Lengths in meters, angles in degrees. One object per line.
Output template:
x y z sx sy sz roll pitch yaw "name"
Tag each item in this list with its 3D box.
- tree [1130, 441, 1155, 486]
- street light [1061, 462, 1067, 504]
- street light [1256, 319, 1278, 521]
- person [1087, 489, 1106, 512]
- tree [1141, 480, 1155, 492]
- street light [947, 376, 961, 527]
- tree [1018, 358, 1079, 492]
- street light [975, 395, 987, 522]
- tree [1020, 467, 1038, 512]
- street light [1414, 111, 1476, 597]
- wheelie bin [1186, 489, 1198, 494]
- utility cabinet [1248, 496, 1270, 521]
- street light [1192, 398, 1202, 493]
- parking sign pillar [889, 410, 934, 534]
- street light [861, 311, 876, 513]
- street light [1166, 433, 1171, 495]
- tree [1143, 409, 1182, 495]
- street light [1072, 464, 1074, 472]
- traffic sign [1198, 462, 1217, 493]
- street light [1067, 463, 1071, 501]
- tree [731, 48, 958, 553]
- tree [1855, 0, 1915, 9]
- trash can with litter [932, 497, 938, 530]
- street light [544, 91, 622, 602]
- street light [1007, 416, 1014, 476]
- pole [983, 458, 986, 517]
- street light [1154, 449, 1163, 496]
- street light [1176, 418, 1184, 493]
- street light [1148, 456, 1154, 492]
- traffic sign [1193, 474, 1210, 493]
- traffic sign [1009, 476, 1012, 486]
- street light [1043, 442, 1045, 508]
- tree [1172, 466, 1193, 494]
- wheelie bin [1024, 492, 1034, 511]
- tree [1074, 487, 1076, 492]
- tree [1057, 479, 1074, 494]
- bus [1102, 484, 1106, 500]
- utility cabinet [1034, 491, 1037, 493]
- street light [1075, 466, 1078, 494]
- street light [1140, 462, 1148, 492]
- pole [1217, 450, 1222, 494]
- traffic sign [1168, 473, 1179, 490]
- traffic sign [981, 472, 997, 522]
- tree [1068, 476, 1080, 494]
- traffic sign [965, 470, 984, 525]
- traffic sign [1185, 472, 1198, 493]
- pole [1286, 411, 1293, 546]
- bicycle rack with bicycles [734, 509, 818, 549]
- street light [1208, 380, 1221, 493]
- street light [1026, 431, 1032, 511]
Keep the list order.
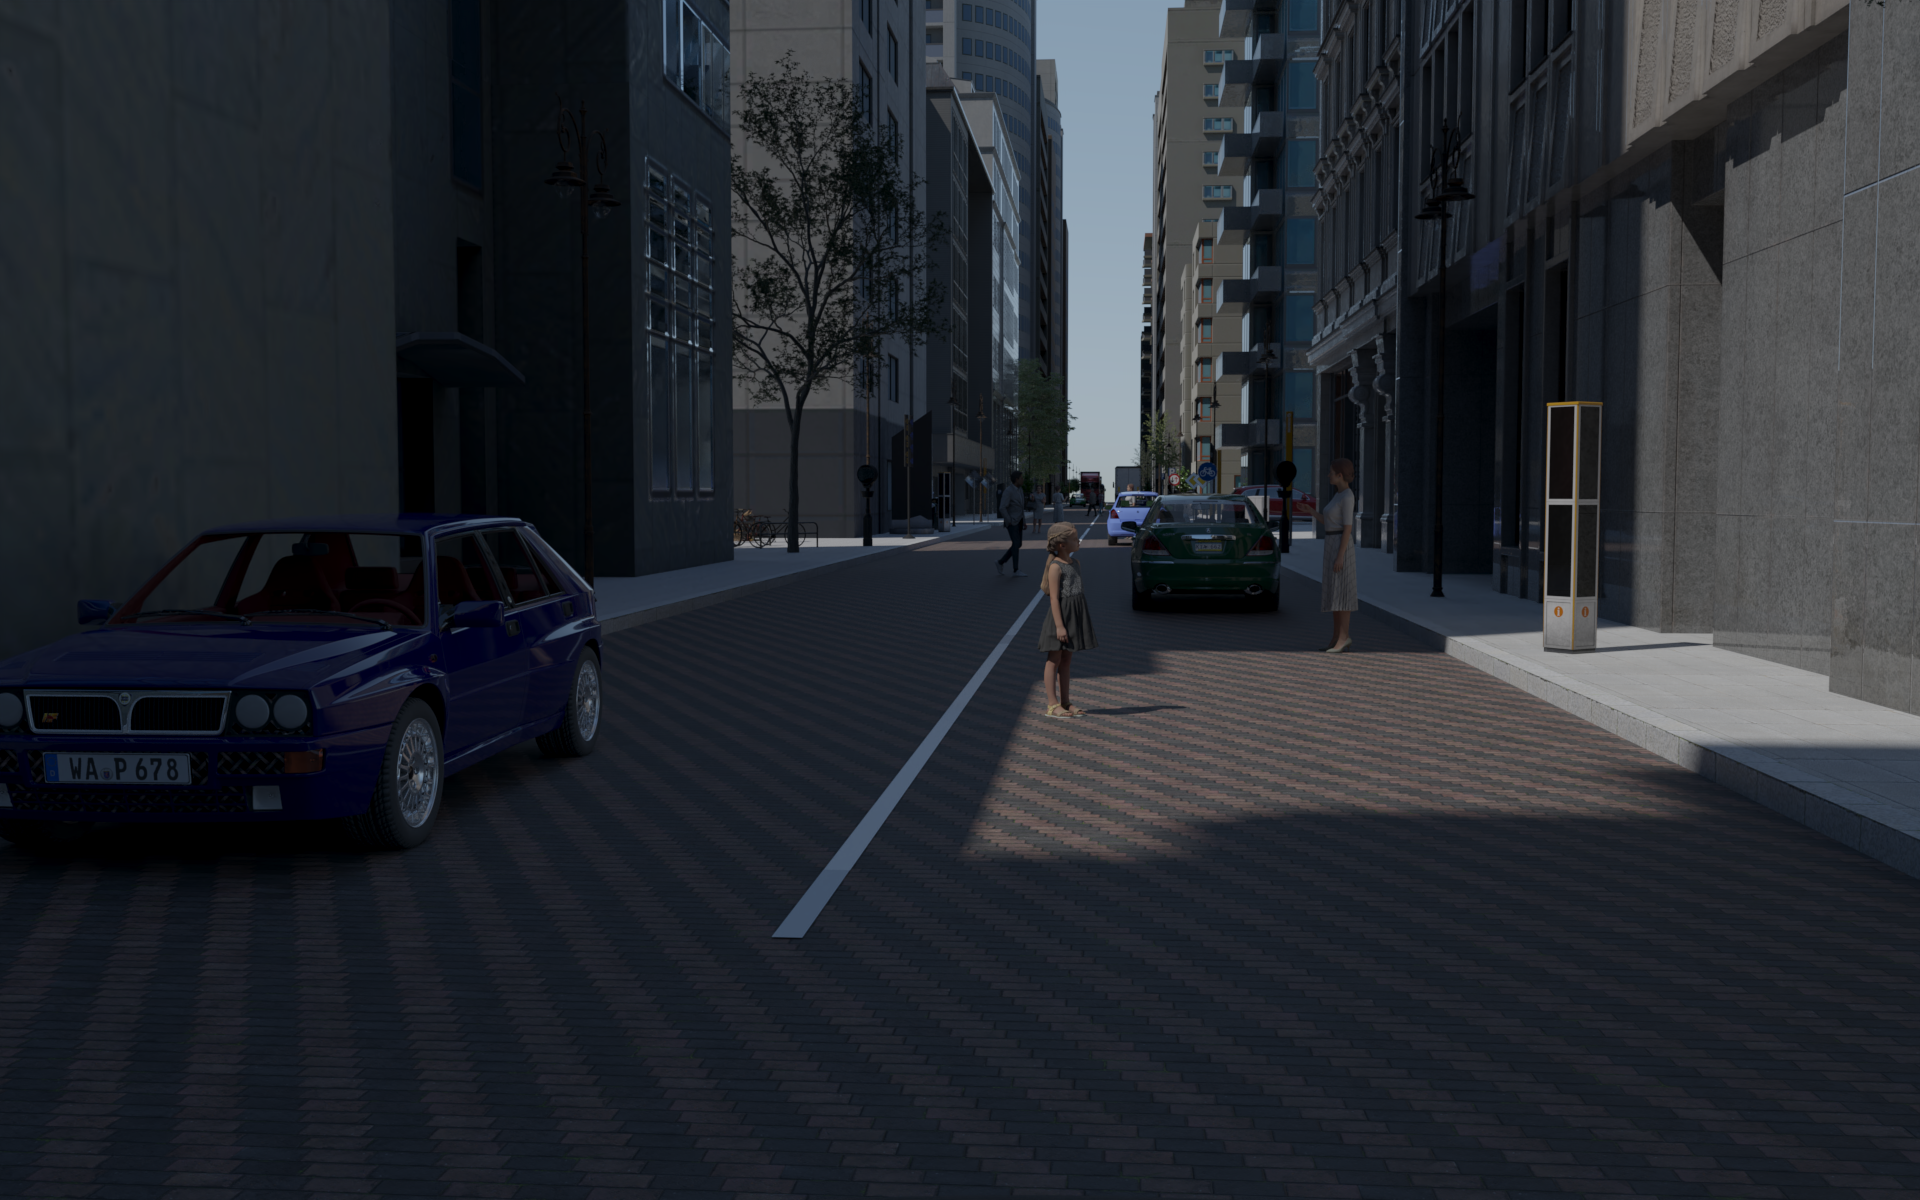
25.482 -17.585 237.883 4.360 8.622 3.978 0 3 0 "tree"
11.998 -14.123 203.691 0.468 5.910 1.993 0 4 5 "street light"
8.112 -4.470 45.875 0.468 5.910 1.993 0 4 5 "street light"
10.666 -7.719 134.925 1.509 1.804 0.699 0 4 -8 "person"
22.810 -13.251 211.249 1.663 3.219 1.824 0 3 0 "tree"
-0.239 -5.822 67.982 0.468 5.910 1.993 0 4 5 "street light"
5.982 -13.854 144.639 7.486 12.596 7.792 0 3 0 "tree"
0.967 -6.534 79.619 0.468 5.910 1.993 0 4 5 "street light"
4.741 -7.899 123.745 1.663 3.219 1.824 0 3 0 "tree"
5.967 -2.977 21.468 0.468 5.910 1.993 0 4 5 "street light"
13.807 -5.814 102.964 0.693 1.594 0.980 -3 5 -39 "wheelie bin"
9.394 -2.669 54.804 0.306 1.237 1.020 -1 4 -21 "utility cabinet"
11.219 -6.689 82.152 0.468 5.910 1.993 0 4 5 "street light"
-1.550 -4.106 55.600 1.447 3.967 1.447 0 4 -2 "parking sign pillar"
-2.333 -4.354 43.969 0.468 5.910 1.993 0 4 5 "street light"
15.573 -9.563 129.146 0.468 5.910 1.993 0 4 5 "street light"
17.492 -12.061 147.554 4.737 8.622 4.395 0 3 0 "tree"
15.117 -16.288 239.100 0.468 5.910 1.993 0 4 5 "street light"
9.848 -4.211 68.954 0.768 2.556 0.104 1 4 9 "traffic sign"
13.996 -15.571 227.369 0.468 5.910 1.993 0 4 5 "street light"
-3.784 -6.295 37.342 8.767 10.594 7.601 1 4 17 "tree"
5.202 -4.292 4.582 8.767 10.594 7.601 0 4 5 "tree"
-1.013 -3.095 61.995 0.624 1.170 1.055 -2 4 -25 "trash can with litter"
-4.416 -2.916 20.463 0.468 5.910 1.993 0 4 5 "street light"
2.998 -7.972 103.128 0.468 5.910 1.993 0 4 5 "street light"
1.421 -6.419 98.792 0.158 3.312 0.155 0 3 0 "pole"
18.089 -11.288 157.353 0.468 5.910 1.993 0 4 5 "street light"
13.422 -8.126 105.647 0.468 5.910 1.993 0 4 5 "street light"
20.215 -12.733 180.976 0.468 5.910 1.993 0 4 5 "street light"
9.887 -4.096 70.618 0.795 2.450 0.064 0 4 5 "traffic sign"
3.099 -5.977 99.857 0.606 2.300 0.079 1 4 11 "traffic sign"
7.608 -11.199 155.888 0.468 5.910 1.993 0 4 5 "street light"
13.959 -7.013 109.257 1.663 3.219 1.824 0 3 0 "tree"
5.357 -7.621 132.509 0.693 1.594 0.980 -1 4 -23 "wheelie bin"
15.768 -15.603 249.705 1.663 3.219 1.824 0 3 0 "tree"
13.214 -14.049 224.293 1.663 3.219 1.824 0 3 0 "tree"
23.799 -18.652 299.813 2.948 3.499 13.247 0 4 5 "bus"
6.207 -8.538 148.269 0.318 1.500 1.173 -2 4 -34 "utility cabinet"
17.177 -17.734 262.733 0.468 5.910 1.993 0 4 5 "street light"
24.450 -15.662 228.861 0.468 5.910 1.993 0 4 5 "street light"
11.997 -5.278 80.140 0.158 3.312 0.155 0 3 0 "pole"
13.232 -6.532 106.909 0.768 2.556 0.104 1 4 14 "traffic sign"
1.290 -4.635 79.418 0.795 2.450 0.064 0 4 5 "traffic sign"
20.201 -19.768 306.915 4.285 4.588 4.351 0 3 0 "tree"
0.582 -4.148 71.464 0.795 2.450 0.064 0 4 5 "traffic sign"
10.596 -4.583 78.571 0.795 2.450 0.064 0 4 5 "traffic sign"
8.133 -2.995 42.806 0.158 3.312 0.155 0 3 0 "pole"
-4.892 -1.733 41.713 2.925 0.926 2.852 -3 5 -45 "bicycle rack with bicycles"
10.307 -5.957 70.179 0.468 5.910 1.993 0 4 5 "street light"
5.105 -9.448 127.260 0.468 5.910 1.993 0 4 5 "street light"
